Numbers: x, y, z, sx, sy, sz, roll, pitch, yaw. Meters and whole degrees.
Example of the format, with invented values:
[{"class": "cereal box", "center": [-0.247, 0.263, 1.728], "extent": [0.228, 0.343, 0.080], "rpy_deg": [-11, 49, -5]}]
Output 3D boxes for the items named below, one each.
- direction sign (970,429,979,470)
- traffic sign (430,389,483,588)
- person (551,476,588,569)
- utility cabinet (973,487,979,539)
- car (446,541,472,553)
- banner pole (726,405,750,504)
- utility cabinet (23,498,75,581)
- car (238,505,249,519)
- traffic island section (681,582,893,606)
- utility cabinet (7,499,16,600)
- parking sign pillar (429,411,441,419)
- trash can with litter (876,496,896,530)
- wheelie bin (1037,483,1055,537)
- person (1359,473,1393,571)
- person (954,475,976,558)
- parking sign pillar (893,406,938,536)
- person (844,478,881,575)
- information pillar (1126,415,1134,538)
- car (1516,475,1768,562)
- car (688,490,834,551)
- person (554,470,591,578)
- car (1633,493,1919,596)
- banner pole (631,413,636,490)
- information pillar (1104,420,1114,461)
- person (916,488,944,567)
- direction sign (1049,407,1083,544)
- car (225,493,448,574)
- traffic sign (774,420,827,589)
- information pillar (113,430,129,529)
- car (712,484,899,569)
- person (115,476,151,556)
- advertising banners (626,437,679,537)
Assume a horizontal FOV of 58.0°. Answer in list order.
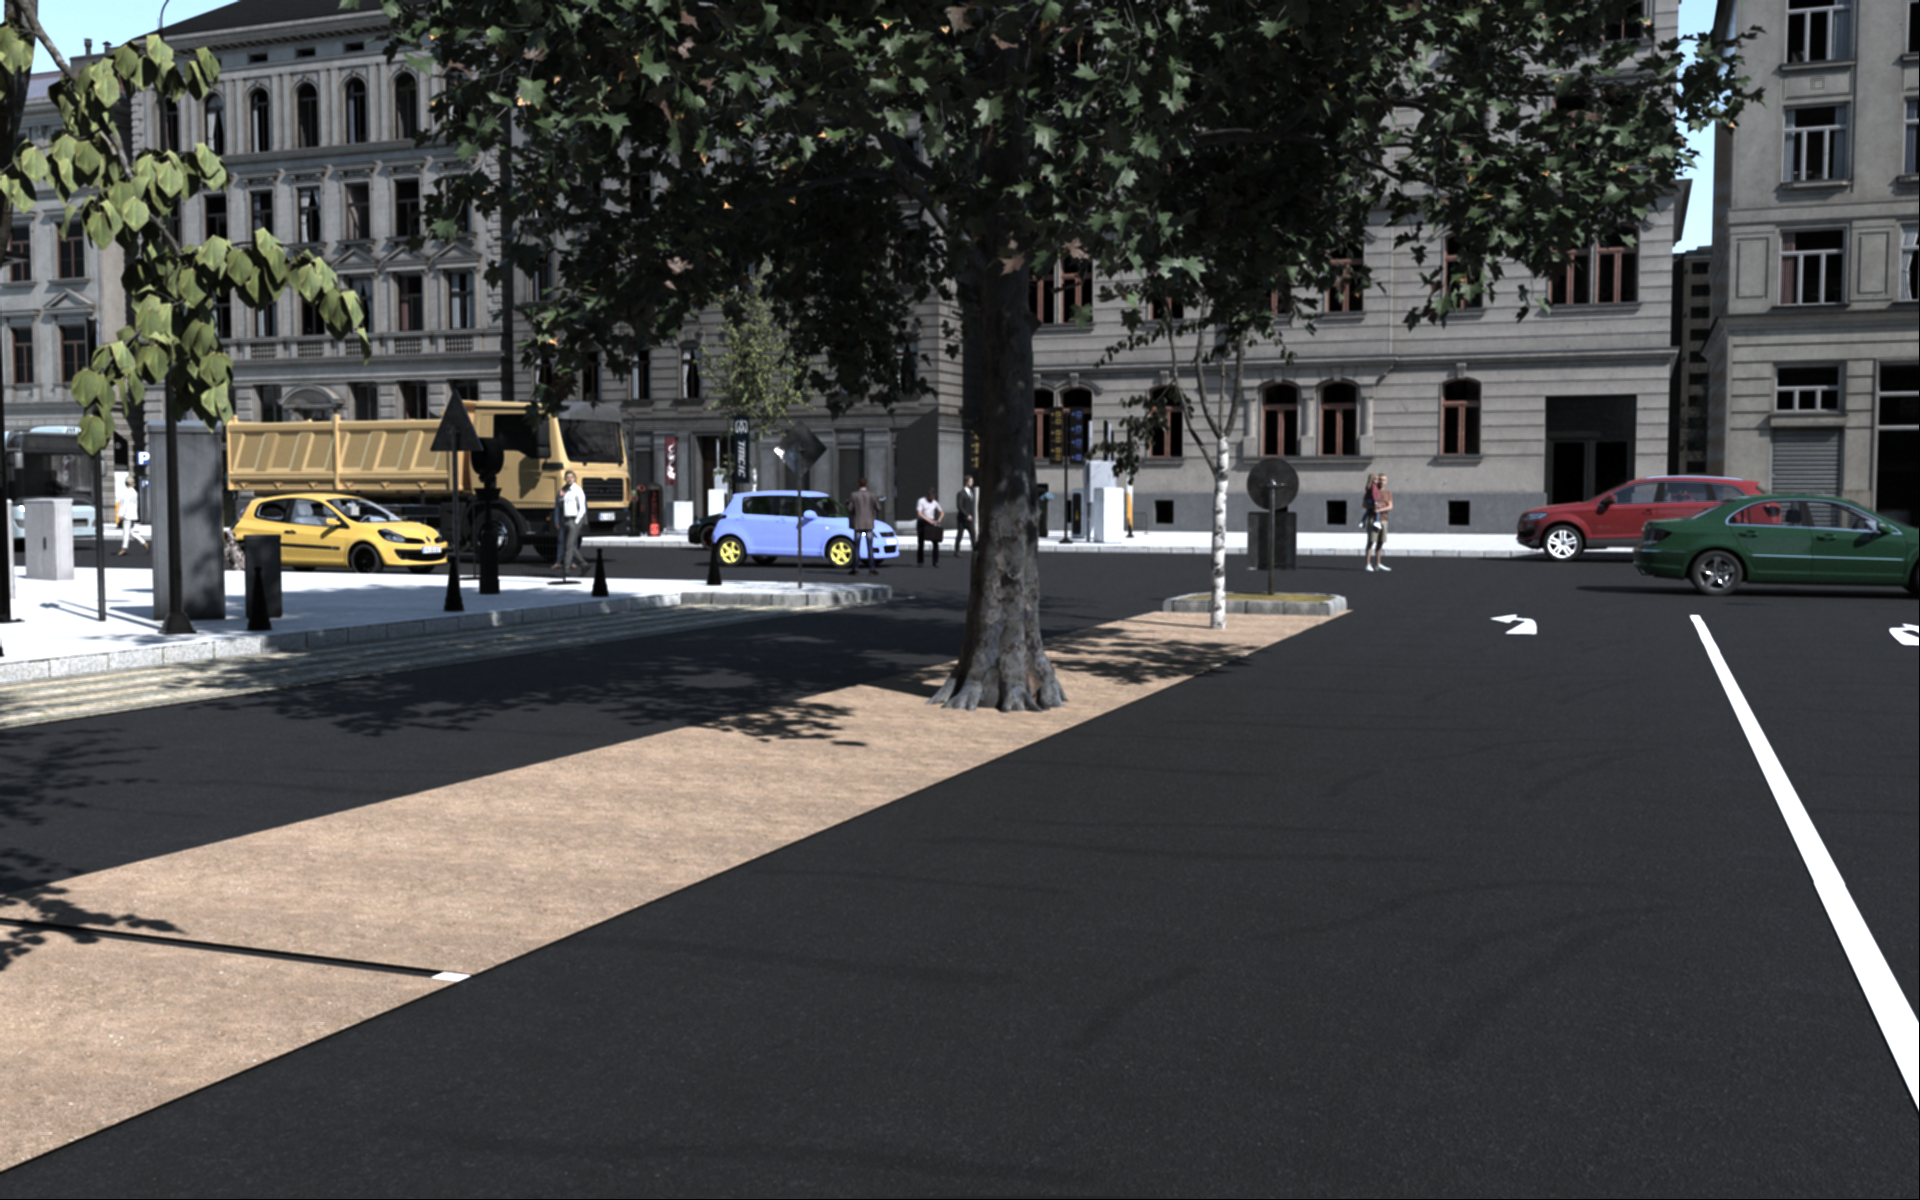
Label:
[{"class": "direction sign", "center": [0.770, -3.972, 56.940], "extent": [0.876, 3.537, 0.379], "rpy_deg": [0, 4, -6]}, {"class": "traffic sign", "center": [-6.255, -1.313, 21.479], "extent": [0.884, 2.594, 0.081], "rpy_deg": [2, 4, 29]}, {"class": "person", "center": [-7.542, -1.510, 33.367], "extent": [0.721, 1.800, 0.419], "rpy_deg": [-1, 4, -11]}, {"class": "utility cabinet", "center": [0.534, -2.502, 49.588], "extent": [0.318, 1.500, 1.173], "rpy_deg": [0, 4, -3]}, {"class": "car", "center": [-13.053, -2.041, 43.593], "extent": [3.980, 1.641, 2.015], "rpy_deg": [1, 4, 22]}, {"class": "banner pole", "center": [-6.286, -3.593, 48.766], "extent": [0.863, 3.779, 0.401], "rpy_deg": [1, 4, 17]}, {"class": "utility cabinet", "center": [-13.652, -0.904, 25.938], "extent": [1.020, 1.237, 0.306], "rpy_deg": [3, 5, 39]}, {"class": "car", "center": [-17.110, -2.329, 46.759], "extent": [5.304, 1.827, 2.281], "rpy_deg": [1, 4, 22]}, {"class": "traffic island section", "center": [-2.190, -0.074, 23.487], "extent": [2.009, 0.180, 2.903], "rpy_deg": [1, 4, 21]}, {"class": "utility cabinet", "center": [-11.990, -0.594, 20.877], "extent": [1.020, 1.237, 0.306], "rpy_deg": [-2, 4, -31]}, {"class": "parking sign pillar", "center": [-16.580, -4.153, 56.378], "extent": [1.447, 3.967, 1.447], "rpy_deg": [-1, 4, -10]}, {"class": "trash can with litter", "center": [-2.375, -2.854, 57.728], "extent": [1.678, 1.210, 2.233], "rpy_deg": [2, 4, 24]}, {"class": "wheelie bin", "center": [2.326, -2.666, 51.501], "extent": [0.980, 1.594, 0.693], "rpy_deg": [0, 4, 2]}, {"class": "person", "center": [7.754, -1.459, 32.324], "extent": [0.573, 1.828, 0.580], "rpy_deg": [2, 4, 31]}, {"class": "person", "center": [0.200, -1.883, 39.072], "extent": [0.755, 1.850, 0.659], "rpy_deg": [2, 4, 33]}, {"class": "parking sign pillar", "center": [-1.344, -3.961, 53.237], "extent": [1.447, 3.967, 1.447], "rpy_deg": [-1, 4, -12]}, {"class": "person", "center": [-1.721, -1.306, 30.671], "extent": [0.655, 1.722, 0.431], "rpy_deg": [0, 4, -4]}, {"class": "information pillar", "center": [5.015, -3.653, 51.089], "extent": [0.183, 3.616, 0.504], "rpy_deg": [1, 4, 15]}, {"class": "car", "center": [14.565, -1.713, 36.680], "extent": [5.304, 1.827, 2.281], "rpy_deg": [1, 4, 22]}, {"class": "car", "center": [-4.882, -2.107, 44.242], "extent": [4.222, 1.686, 2.009], "rpy_deg": [1, 4, 21]}, {"class": "person", "center": [-6.633, -1.281, 29.544], "extent": [0.679, 1.850, 0.850], "rpy_deg": [3, 4, 38]}, {"class": "car", "center": [12.217, -0.786, 24.648], "extent": [4.920, 1.459, 2.131], "rpy_deg": [1, 4, 21]}, {"class": "banner pole", "center": [-10.159, -3.918, 54.071], "extent": [0.401, 3.779, 0.863], "rpy_deg": [0, 4, -8]}, {"class": "information pillar", "center": [4.713, -3.895, 55.035], "extent": [0.183, 3.616, 0.504], "rpy_deg": [3, 4, 36]}, {"class": "person", "center": [-0.575, -1.420, 33.930], "extent": [0.614, 1.554, 0.590], "rpy_deg": [-2, 4, -26]}, {"class": "direction sign", "center": [2.754, -3.240, 44.967], "extent": [0.876, 3.537, 0.379], "rpy_deg": [1, 4, 13]}, {"class": "car", "center": [-11.086, -1.265, 30.910], "extent": [3.980, 1.641, 2.015], "rpy_deg": [1, 4, 19]}, {"class": "traffic sign", "center": [-2.166, -1.209, 23.416], "extent": [0.795, 2.450, 0.064], "rpy_deg": [1, 4, 21]}, {"class": "information pillar", "center": [-30.817, -4.422, 63.653], "extent": [0.504, 3.616, 0.183], "rpy_deg": [0, 4, -6]}, {"class": "car", "center": [-3.048, -1.518, 34.405], "extent": [3.694, 1.707, 1.945], "rpy_deg": [1, 4, 19]}, {"class": "person", "center": [-19.275, -1.956, 40.356], "extent": [0.818, 1.842, 0.514], "rpy_deg": [-2, 4, -32]}, {"class": "advertising banners", "center": [-9.278, -3.430, 52.276], "extent": [0.090, 3.025, 2.074], "rpy_deg": [3, 5, 40]}]
